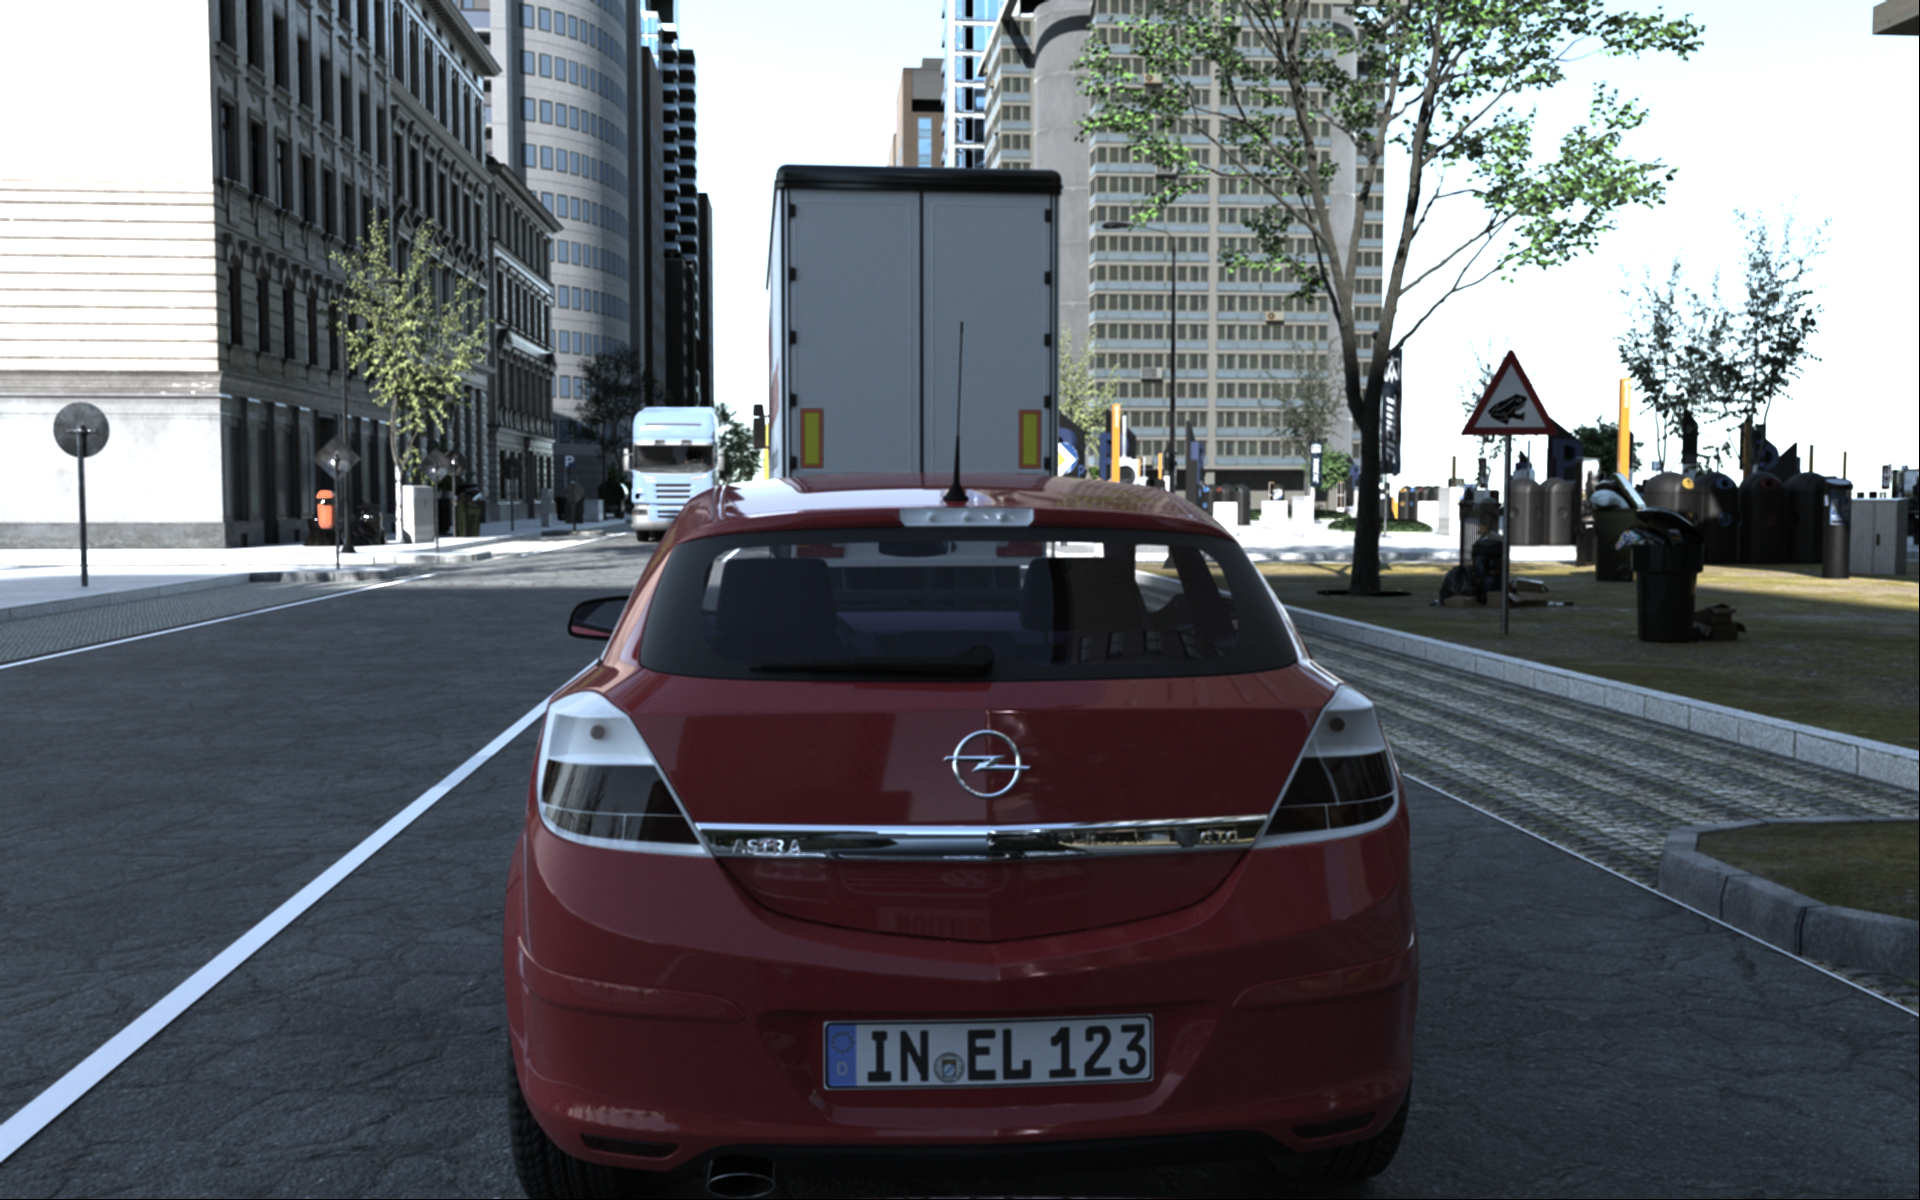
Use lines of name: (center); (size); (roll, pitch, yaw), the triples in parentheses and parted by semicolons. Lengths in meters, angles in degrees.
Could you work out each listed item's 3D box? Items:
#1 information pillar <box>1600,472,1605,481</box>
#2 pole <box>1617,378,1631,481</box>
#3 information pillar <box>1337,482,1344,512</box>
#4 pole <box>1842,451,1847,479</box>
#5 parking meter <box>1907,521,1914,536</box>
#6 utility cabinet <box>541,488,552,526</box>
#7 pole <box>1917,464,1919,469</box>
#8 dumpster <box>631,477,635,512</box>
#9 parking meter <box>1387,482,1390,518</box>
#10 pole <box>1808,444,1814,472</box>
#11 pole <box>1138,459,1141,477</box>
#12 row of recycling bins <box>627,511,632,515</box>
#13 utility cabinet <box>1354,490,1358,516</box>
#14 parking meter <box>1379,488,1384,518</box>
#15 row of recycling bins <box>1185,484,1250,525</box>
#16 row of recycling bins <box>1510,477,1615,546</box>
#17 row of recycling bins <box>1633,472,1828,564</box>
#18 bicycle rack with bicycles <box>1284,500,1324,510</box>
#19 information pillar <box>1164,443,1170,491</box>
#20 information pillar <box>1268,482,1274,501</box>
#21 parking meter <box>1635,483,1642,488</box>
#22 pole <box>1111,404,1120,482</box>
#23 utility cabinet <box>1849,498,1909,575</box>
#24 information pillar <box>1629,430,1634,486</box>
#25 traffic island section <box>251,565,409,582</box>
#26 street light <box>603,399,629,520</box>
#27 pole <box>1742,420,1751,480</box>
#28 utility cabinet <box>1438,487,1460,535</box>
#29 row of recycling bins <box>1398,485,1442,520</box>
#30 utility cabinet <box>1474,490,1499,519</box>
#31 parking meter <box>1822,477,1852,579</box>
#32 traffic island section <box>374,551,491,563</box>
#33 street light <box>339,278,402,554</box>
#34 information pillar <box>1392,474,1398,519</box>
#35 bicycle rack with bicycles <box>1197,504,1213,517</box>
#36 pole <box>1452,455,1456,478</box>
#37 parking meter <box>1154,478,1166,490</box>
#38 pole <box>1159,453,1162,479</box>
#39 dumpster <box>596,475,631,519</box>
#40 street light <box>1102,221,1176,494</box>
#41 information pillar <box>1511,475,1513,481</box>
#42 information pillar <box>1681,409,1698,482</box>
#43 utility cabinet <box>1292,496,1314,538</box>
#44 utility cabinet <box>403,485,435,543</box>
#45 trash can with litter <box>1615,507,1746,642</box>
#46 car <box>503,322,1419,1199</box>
information pillar: (21.160, -3.238, 57.440); (0.304, 2.012, 0.304); (-1, 4, -11)
pole: (11.693, -2.245, 30.553); (0.158, 3.312, 0.155); (0, 3, 0)
information pillar: (23.151, -6.167, 105.317); (0.304, 2.012, 0.304); (-3, 4, -39)
pole: (41.853, -5.391, 81.991); (0.158, 3.312, 0.155); (0, 3, 0)
parking meter: (29.020, -2.889, 52.939); (0.399, 1.863, 0.255); (0, 3, 0)
utility cabinet: (-16.331, -3.658, 68.480); (0.318, 1.500, 1.173); (0, 4, -7)
pole: (64.031, -7.459, 115.799); (0.158, 3.312, 0.155); (0, 3, 0)
dumpster: (-18.720, -5.779, 96.988); (1.502, 2.255, 1.985); (0, 4, -5)
parking meter: (21.204, -4.914, 86.049); (0.255, 1.863, 0.399); (2, 4, 25)
pole: (34.846, -4.717, 70.967); (0.158, 3.312, 0.155); (0, 3, 0)
pole: (10.346, -6.510, 100.285); (0.158, 3.312, 0.155); (0, 3, 0)
row of recycling bins: (-20.293, -6.215, 108.728); (1.069, 1.692, 3.534); (-1, 4, -16)
utility cabinet: (23.385, -5.600, 100.244); (1.173, 1.500, 0.318); (-1, 4, -19)
parking meter: (16.346, -3.595, 67.183); (0.372, 1.533, 0.369); (0, 3, 0)
row of recycling bins: (10.815, -4.010, 72.678); (1.069, 1.692, 3.534); (-3, 4, -36)
row of recycling bins: (15.299, -2.226, 43.509); (3.534, 1.692, 1.069); (-1, 4, -19)
row of recycling bins: (14.394, -1.529, 32.115); (3.534, 1.692, 1.069); (0, 4, -6)
bicycle rack with bicycles: (20.366, -5.610, 105.111); (2.852, 0.926, 2.925); (-1, 4, -18)
information pillar: (9.482, -5.376, 79.246); (0.183, 3.616, 0.504); (-2, 4, -25)
information pillar: (19.489, -6.360, 108.485); (0.304, 2.012, 0.304); (0, 4, -3)
parking meter: (37.027, -5.427, 94.440); (0.399, 1.863, 0.255); (2, 4, 26)
pole: (3.531, -2.783, 39.346); (0.158, 3.312, 0.155); (0, 3, 0)
utility cabinet: (14.729, -1.028, 27.973); (0.306, 1.237, 1.020); (-2, 4, -29)
information pillar: (21.703, -3.979, 56.411); (0.183, 3.616, 0.504); (-2, 4, -26)
traffic island section: (-10.629, -0.444, 29.540); (2.009, 0.180, 2.903); (0, 4, -5)
street light: (-16.933, -6.878, 85.002); (1.470, 5.913, 1.316); (0, 4, -5)
pole: (21.548, -3.280, 47.467); (0.158, 3.312, 0.155); (0, 3, 0)
utility cabinet: (15.408, -2.807, 54.577); (0.318, 1.500, 1.173); (0, 4, -3)
row of recycling bins: (22.485, -4.719, 84.271); (1.069, 1.692, 3.534); (-1, 4, -17)
utility cabinet: (27.106, -4.925, 89.207); (1.173, 1.500, 0.318); (2, 4, 33)
parking meter: (13.339, -1.097, 26.342); (0.372, 1.533, 0.369); (0, 3, 0)
traffic island section: (-11.334, -0.930, 37.494); (2.009, 0.180, 2.903); (0, 4, -5)
street light: (-12.713, -3.966, 37.385); (1.470, 5.913, 1.316); (0, 4, -5)
information pillar: (19.933, -5.381, 79.336); (0.183, 3.616, 0.504); (0, 4, -7)
bicycle rack with bicycles: (7.617, -2.898, 60.768); (2.852, 0.926, 2.925); (-1, 4, -17)
pole: (26.100, -5.977, 91.562); (0.158, 3.312, 0.155); (0, 3, 0)
parking meter: (7.326, -3.532, 63.458); (0.399, 1.863, 0.255); (-2, 4, -26)
pole: (10.019, -5.678, 86.681); (0.158, 3.312, 0.155); (0, 3, 0)
dumpster: (-18.064, -5.347, 89.921); (1.502, 2.255, 1.985); (0, 4, -5)
street light: (3.111, -3.494, 29.669); (1.470, 5.913, 1.316); (0, 4, -5)
information pillar: (21.584, -3.869, 67.752); (0.304, 2.012, 0.304); (0, 4, 6)
information pillar: (20.022, -3.439, 47.579); (0.504, 3.616, 0.183); (-1, 4, -21)
utility cabinet: (10.048, -2.422, 50.756); (0.306, 1.237, 1.020); (-1, 4, -11)
utility cabinet: (-14.070, -2.226, 45.071); (0.318, 1.500, 1.173); (1, 4, 9)
trash can with litter: (6.352, -0.235, 15.225); (1.055, 1.170, 0.624); (-2, 4, -25)
car: (-0.117, 0.245, 5.041); (2.155, 1.783, 4.494); (0, 4, -4)
